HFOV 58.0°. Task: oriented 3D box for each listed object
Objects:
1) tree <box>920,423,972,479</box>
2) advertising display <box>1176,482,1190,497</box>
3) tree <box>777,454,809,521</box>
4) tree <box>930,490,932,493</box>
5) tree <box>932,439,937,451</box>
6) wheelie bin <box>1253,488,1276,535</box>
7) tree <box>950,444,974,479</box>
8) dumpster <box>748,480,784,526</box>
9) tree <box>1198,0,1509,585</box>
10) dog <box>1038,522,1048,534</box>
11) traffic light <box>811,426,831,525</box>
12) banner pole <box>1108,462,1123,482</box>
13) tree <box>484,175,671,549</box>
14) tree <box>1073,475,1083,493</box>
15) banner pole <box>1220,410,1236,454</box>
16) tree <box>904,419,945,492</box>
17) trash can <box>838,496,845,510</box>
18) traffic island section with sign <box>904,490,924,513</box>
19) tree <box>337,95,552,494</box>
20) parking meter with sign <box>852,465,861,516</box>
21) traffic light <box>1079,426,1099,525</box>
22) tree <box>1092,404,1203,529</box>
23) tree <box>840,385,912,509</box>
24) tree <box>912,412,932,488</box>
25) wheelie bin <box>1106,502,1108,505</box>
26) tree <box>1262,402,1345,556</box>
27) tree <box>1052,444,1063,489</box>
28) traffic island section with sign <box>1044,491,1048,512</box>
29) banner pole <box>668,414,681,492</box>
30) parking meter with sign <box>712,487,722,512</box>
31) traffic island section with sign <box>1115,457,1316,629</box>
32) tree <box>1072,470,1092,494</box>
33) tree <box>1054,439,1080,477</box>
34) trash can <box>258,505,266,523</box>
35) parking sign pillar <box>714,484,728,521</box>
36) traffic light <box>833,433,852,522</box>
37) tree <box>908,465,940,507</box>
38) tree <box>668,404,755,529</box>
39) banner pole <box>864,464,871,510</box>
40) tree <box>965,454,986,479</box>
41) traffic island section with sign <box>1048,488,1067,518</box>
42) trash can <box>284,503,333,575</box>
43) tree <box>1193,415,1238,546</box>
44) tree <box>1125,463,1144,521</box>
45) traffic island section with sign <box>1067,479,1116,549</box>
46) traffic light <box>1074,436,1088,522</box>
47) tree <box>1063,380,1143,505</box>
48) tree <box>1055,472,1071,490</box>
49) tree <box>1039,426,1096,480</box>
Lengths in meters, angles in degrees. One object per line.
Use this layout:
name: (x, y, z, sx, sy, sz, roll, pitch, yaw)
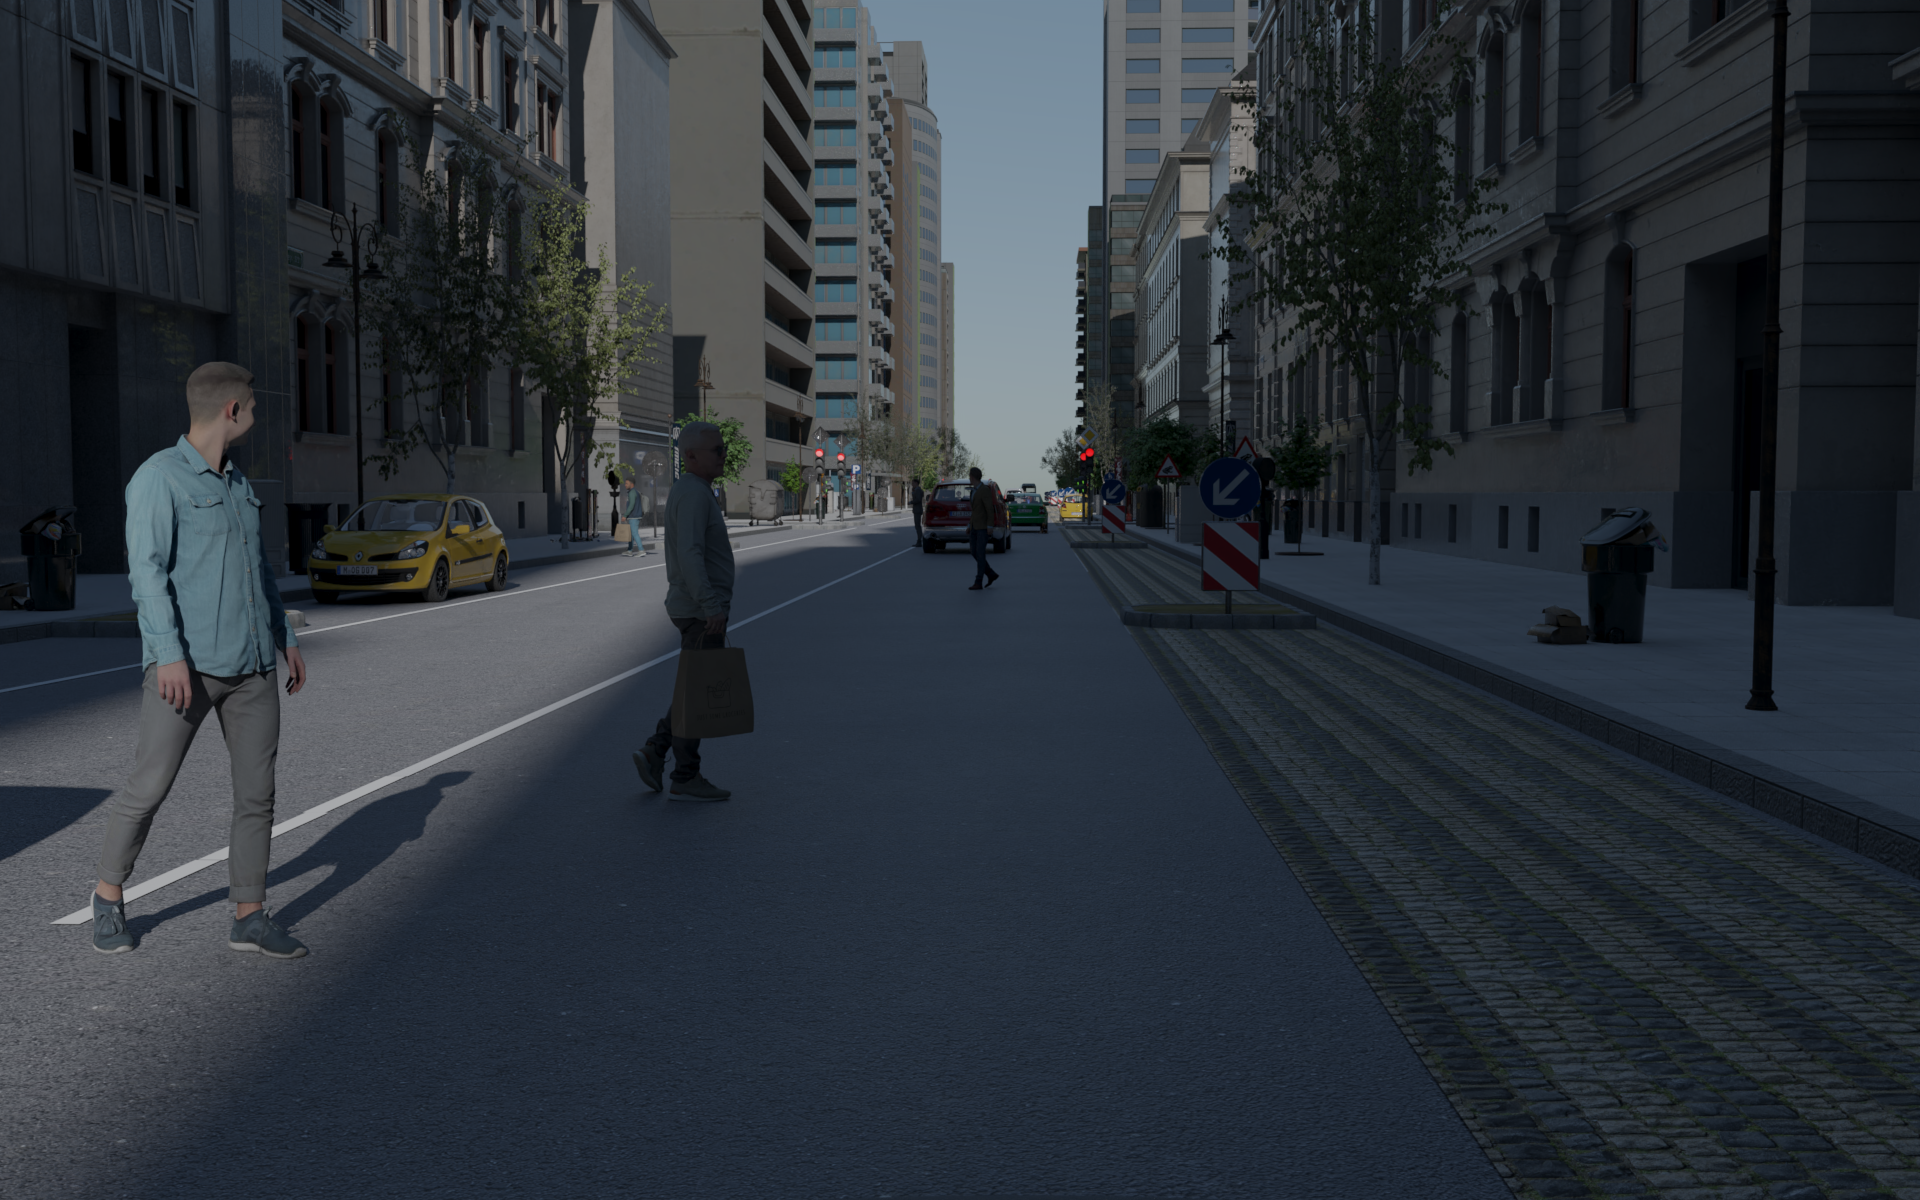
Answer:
tree: (-2.376, -17.915, 227.315, 8.767, 10.594, 7.601, 1, 4, 9)
advertising display: (11.756, -5.268, 91.346, 0.974, 1.923, 0.123, -3, 5, -40)
tree: (-7.876, -5.406, 82.989, 1.663, 3.219, 1.824, 0, 3, 0)
tree: (-2.831, -12.231, 194.573, 1.663, 3.219, 1.824, 0, 3, 0)
tree: (-4.439, -12.132, 148.727, 4.360, 8.622, 3.978, 0, 3, 0)
wheelie bin: (9.510, -2.835, 54.268, 0.693, 1.594, 0.980, 1, 4, 17)
tree: (0.068, -18.675, 255.692, 4.360, 8.622, 3.978, 0, 3, 0)
dumpster: (-7.801, -3.903, 69.565, 1.264, 1.857, 1.865, 0, 4, 2)
tree: (5.702, -4.514, 24.170, 4.737, 8.622, 4.395, 0, 3, 0)
dog: (2.967, -2.596, 62.643, 0.550, 0.427, 0.748, 3, 4, 39)
traffic light: (-5.755, -5.057, 71.598, 0.839, 4.253, 0.868, 0, 4, 2)
banner pole: (11.009, -8.203, 124.136, 0.863, 3.779, 0.401, 1, 4, 12)
tree: (-9.112, -5.491, 40.148, 4.737, 8.622, 4.395, 0, 3, 0)
tree: (10.817, -9.583, 151.282, 1.663, 3.219, 1.824, 0, 3, 0)
banner pole: (7.943, -3.766, 51.590, 0.863, 3.779, 0.401, -3, 5, -40)
tree: (-3.629, -13.388, 169.257, 4.737, 8.622, 4.395, 0, 3, 0)
trash can: (-9.685, -7.955, 141.715, 0.748, 1.137, 0.748, 0, 3, 0)
traffic island section with sign: (-3.347, -7.395, 129.528, 1.989, 1.847, 2.006, 0, 4, 2)
tree: (-9.634, -5.023, 32.485, 4.360, 8.622, 3.978, 0, 3, 0)
parking meter with sign: (-6.182, -6.592, 104.047, 0.543, 3.016, 1.738, 0, 3, 0)
traffic light: (5.297, -5.029, 71.145, 0.839, 4.253, 0.868, 0, 4, 2)
tree: (7.411, -4.875, 63.426, 4.285, 4.588, 4.351, 0, 3, 0)
tree: (-6.357, -10.246, 117.884, 4.360, 8.622, 3.978, 0, 3, 0)
tree: (-5.319, -11.233, 134.018, 4.360, 8.622, 3.978, 0, 3, 0)
wheelie bin: (11.395, -7.771, 134.972, 0.693, 1.594, 0.980, 3, 5, 43)
tree: (7.128, -2.561, 36.476, 1.663, 3.219, 1.824, 0, 3, 0)
tree: (12.640, -14.978, 195.248, 4.360, 8.622, 3.978, 0, 3, 0)
traffic island section with sign: (7.461, -7.360, 128.965, 1.989, 1.847, 2.006, 0, 4, 2)
banner pole: (-8.918, -3.917, 54.054, 0.401, 3.779, 0.863, -3, 5, -42)
parking meter with sign: (-10.235, -4.466, 69.281, 0.543, 3.016, 1.738, 3, 5, 44)
traffic island section with sign: (2.797, -0.646, 19.186, 1.989, 1.847, 2.006, 0, 4, 2)
tree: (10.778, -8.916, 129.485, 4.285, 4.588, 4.351, 0, 3, 0)
tree: (14.099, -16.496, 220.077, 4.737, 8.622, 4.395, 0, 3, 0)
trash can: (-9.669, -0.704, 23.171, 0.748, 1.137, 0.748, 0, 3, 0)
parking sign pillar: (-11.909, -5.808, 83.436, 1.447, 3.967, 1.447, 2, 4, 26)
traffic light: (-5.416, -5.545, 79.575, 0.839, 4.253, 0.868, 0, 4, 2)
tree: (-3.697, -11.785, 176.401, 4.285, 4.588, 4.351, 0, 3, 0)
tree: (-9.109, -4.851, 63.024, 4.285, 4.588, 4.351, 0, 3, 0)
banner pole: (-7.693, -9.362, 143.085, 0.863, 3.779, 0.401, 2, 4, 29)
tree: (2.431, -22.000, 310.066, 4.737, 8.622, 4.395, 0, 3, 0)
traffic island section with sign: (6.321, -5.713, 102.034, 1.989, 1.847, 2.006, 0, 4, 2)
trash can: (-10.381, -0.975, 27.602, 0.748, 1.137, 0.748, 0, 3, 0)
tree: (6.228, -2.948, 42.793, 1.663, 3.219, 1.824, 0, 3, 0)
tree: (8.359, -5.364, 82.300, 1.663, 3.219, 1.824, 0, 3, 0)
traffic island section with sign: (3.940, -2.293, 46.117, 1.989, 1.847, 2.006, 0, 4, 2)
traffic light: (5.636, -5.517, 79.123, 0.839, 4.253, 0.868, 0, 4, 2)
tree: (9.358, -9.802, 110.624, 4.360, 8.622, 3.978, 0, 3, 0)
tree: (14.302, -13.831, 209.843, 4.285, 4.588, 4.351, 0, 3, 0)
tree: (14.775, -18.495, 236.806, 8.767, 10.594, 7.601, 1, 4, 15)
